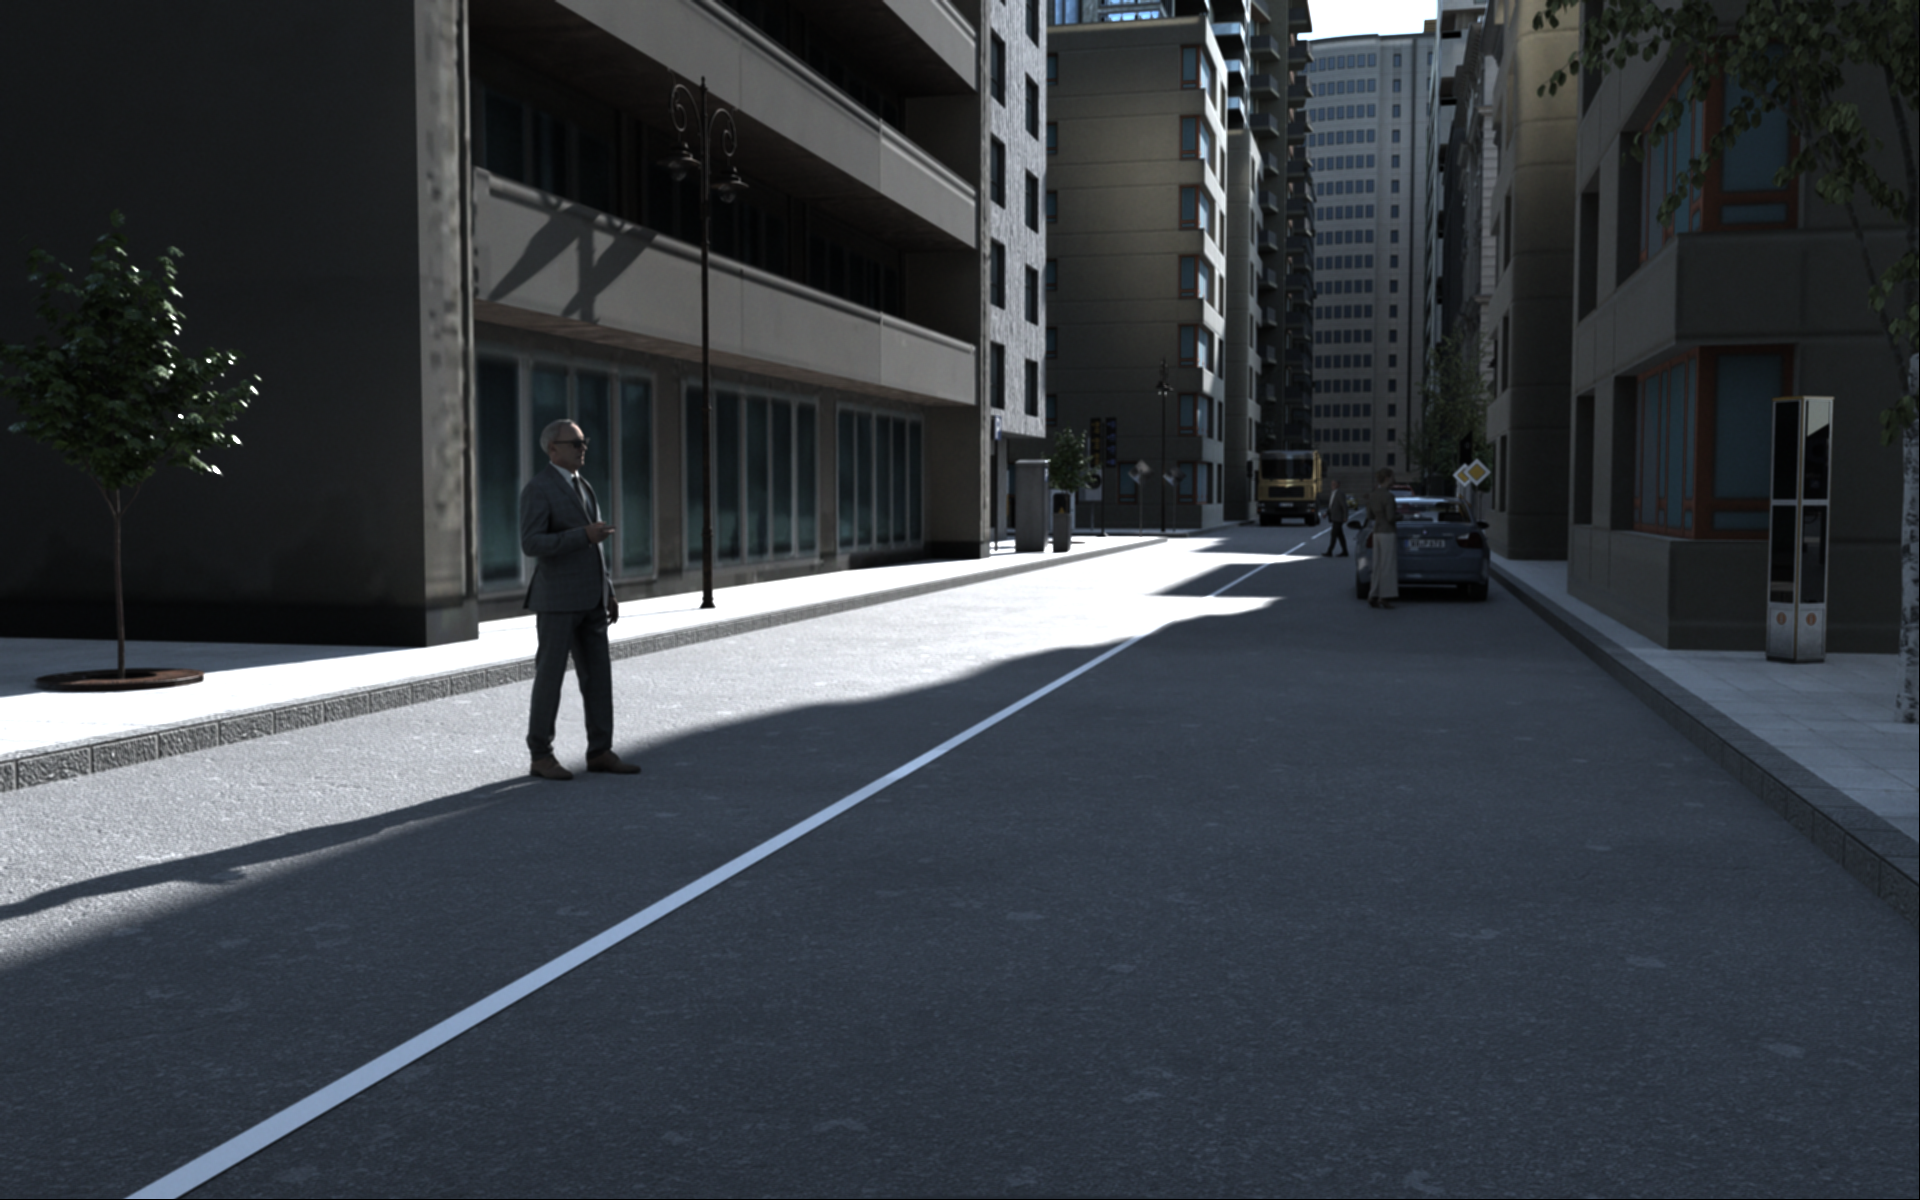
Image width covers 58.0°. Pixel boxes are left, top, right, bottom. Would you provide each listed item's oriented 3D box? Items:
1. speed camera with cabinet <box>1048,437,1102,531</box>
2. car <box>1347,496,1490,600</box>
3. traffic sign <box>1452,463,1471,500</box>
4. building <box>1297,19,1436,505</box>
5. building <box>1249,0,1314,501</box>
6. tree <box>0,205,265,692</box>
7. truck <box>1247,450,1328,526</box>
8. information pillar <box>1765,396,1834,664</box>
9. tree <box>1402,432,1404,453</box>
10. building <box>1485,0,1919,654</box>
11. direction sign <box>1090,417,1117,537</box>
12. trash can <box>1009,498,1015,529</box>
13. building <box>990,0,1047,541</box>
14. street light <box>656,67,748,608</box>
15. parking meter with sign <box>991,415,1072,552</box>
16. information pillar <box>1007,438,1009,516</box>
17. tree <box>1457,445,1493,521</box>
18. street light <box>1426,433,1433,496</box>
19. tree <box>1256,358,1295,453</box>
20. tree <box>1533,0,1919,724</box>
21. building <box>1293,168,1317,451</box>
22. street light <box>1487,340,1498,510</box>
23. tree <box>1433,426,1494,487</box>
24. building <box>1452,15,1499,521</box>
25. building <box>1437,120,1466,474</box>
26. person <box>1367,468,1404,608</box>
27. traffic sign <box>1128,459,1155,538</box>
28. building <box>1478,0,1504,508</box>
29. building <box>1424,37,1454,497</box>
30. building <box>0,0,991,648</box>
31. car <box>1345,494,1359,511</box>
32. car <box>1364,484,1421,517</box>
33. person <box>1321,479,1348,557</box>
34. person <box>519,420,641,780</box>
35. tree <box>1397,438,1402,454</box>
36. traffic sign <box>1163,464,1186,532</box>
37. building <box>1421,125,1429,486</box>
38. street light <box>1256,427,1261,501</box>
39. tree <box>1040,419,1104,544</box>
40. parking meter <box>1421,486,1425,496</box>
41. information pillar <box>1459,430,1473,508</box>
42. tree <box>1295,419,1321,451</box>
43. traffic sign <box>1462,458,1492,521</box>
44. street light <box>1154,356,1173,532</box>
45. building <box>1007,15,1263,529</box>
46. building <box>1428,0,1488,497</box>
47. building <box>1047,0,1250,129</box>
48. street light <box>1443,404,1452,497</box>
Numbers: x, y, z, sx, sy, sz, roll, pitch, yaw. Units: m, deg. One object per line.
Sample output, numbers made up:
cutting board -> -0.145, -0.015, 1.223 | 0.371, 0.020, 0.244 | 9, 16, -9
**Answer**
speed camera with cabinet -> 3.919, -4.019, 60.039 | 2.038, 3.252, 0.660 | -1, 4, -22
car -> 6.564, -0.783, 24.804 | 2.014, 1.417, 4.499 | 1, 4, 13
traffic sign -> 16.254, -3.191, 55.816 | 0.795, 2.450, 0.064 | 1, 4, 14
building -> 51.158, -41.506, 220.614 | 28.212, 58.520, 21.231 | 1, 4, 14
building -> 18.238, -30.117, 147.041 | 22.147, 44.769, 28.867 | 1, 4, 14
tree -> -5.558, -1.045, 11.687 | 1.663, 3.219, 1.824 | 0, 3, 0
truck -> 15.103, -5.091, 79.156 | 3.469, 3.379, 9.791 | 1, 4, 13
information pillar -> 6.382, -0.531, 13.173 | 0.304, 2.012, 0.304 | -1, 4, -19
tree -> 21.730, -7.604, 74.684 | 4.737, 8.622, 4.395 | 0, 3, 0
building -> 22.733, -10.963, 24.289 | 27.650, 21.520, 28.899 | 1, 4, 14
direction sign -> 4.248, -3.634, 51.406 | 0.876, 3.537, 0.379 | 2, 4, 35
trash can -> 2.184, -3.199, 63.955 | 0.748, 1.137, 0.748 | 0, 3, 0
building -> -5.231, -16.794, 46.288 | 14.107, 30.474, 14.160 | 1, 4, 14
street light -> -2.840, -2.847, 19.334 | 0.468, 5.910, 1.993 | 1, 4, 14
parking meter with sign -> 1.596, -2.574, 38.343 | 1.738, 3.016, 0.543 | 1, 4, 17
information pillar -> 1.498, -4.193, 59.906 | 0.183, 3.616, 0.504 | 3, 5, 39
tree -> 20.703, -4.525, 68.593 | 1.663, 3.219, 1.824 | 0, 3, 0
street light -> 34.655, -9.486, 127.888 | 0.468, 5.910, 1.993 | 1, 4, 14
tree -> 15.565, -8.770, 93.747 | 4.360, 8.622, 3.978 | 0, 3, 0
tree -> 5.108, -3.616, 9.482 | 4.737, 8.622, 4.395 | 0, 3, 0
building -> 27.155, -30.612, 192.393 | 23.993, 40.220, 32.217 | 1, 4, 14
street light -> 14.703, -4.572, 47.537 | 0.468, 5.910, 1.993 | 1, 4, 14
tree -> 23.406, -5.854, 79.431 | 4.285, 4.588, 4.351 | 0, 3, 0
building -> 33.579, -18.635, 92.064 | 14.401, 28.519, 23.554 | 1, 4, 14
building -> 39.568, -19.667, 115.063 | 14.314, 27.812, 24.014 | 1, 4, 14
person -> 5.350, -0.773, 21.696 | 0.362, 1.759, 0.519 | -1, 4, -21
traffic sign -> 5.262, -2.856, 50.334 | 0.795, 2.450, 0.064 | 1, 4, 14
building -> 28.546, -13.570, 58.027 | 21.152, 22.565, 11.583 | 1, 4, 14
building -> 58.363, -33.707, 174.819 | 21.300, 48.544, 21.600 | 1, 4, 14
building -> -12.261, -24.588, 25.715 | 21.300, 48.544, 21.600 | 1, 4, 14
car -> 33.887, -8.635, 151.403 | 2.015, 1.641, 3.980 | 1, 4, 15
car -> 17.567, -3.772, 70.353 | 2.281, 1.827, 5.304 | 1, 4, 12
person -> 8.527, -1.871, 39.488 | 0.834, 1.777, 0.661 | -2, 4, -24
person -> -1.902, -0.003, 8.731 | 0.590, 1.801, 0.661 | 1, 4, 21
tree -> 35.872, -11.160, 132.833 | 4.737, 8.622, 4.395 | 0, 3, 0
traffic sign -> 7.191, -3.330, 58.083 | 0.795, 2.450, 0.064 | 1, 4, 14
building -> 58.999, -31.172, 193.264 | 14.154, 41.232, 14.086 | 1, 4, 14
street light -> 17.141, -7.765, 99.738 | 0.468, 5.910, 1.993 | 1, 4, 14
tree -> 2.901, -3.072, 44.832 | 1.663, 3.219, 1.824 | 0, 3, 0
parking meter -> 33.143, -7.234, 123.985 | 0.255, 1.863, 0.399 | 0, 4, 8
information pillar -> 18.631, -4.430, 63.791 | 0.183, 3.616, 0.504 | -3, 5, -40
tree -> 32.379, -13.151, 165.378 | 4.360, 8.622, 3.978 | 0, 3, 0
traffic sign -> 14.326, -2.717, 48.066 | 0.795, 2.450, 0.064 | 1, 4, 14
street light -> 6.862, -5.233, 58.344 | 0.468, 5.910, 1.993 | 1, 4, 14
building -> -1.083, -14.377, 80.108 | 27.650, 21.520, 28.899 | 1, 4, 14
building -> 55.135, -34.302, 150.077 | 28.713, 52.752, 27.495 | 1, 4, 14
building -> 9.039, -49.050, 114.644 | 22.319, 86.520, 31.000 | 1, 4, 14
street light -> 24.261, -6.931, 86.107 | 0.468, 5.910, 1.993 | 1, 4, 14
